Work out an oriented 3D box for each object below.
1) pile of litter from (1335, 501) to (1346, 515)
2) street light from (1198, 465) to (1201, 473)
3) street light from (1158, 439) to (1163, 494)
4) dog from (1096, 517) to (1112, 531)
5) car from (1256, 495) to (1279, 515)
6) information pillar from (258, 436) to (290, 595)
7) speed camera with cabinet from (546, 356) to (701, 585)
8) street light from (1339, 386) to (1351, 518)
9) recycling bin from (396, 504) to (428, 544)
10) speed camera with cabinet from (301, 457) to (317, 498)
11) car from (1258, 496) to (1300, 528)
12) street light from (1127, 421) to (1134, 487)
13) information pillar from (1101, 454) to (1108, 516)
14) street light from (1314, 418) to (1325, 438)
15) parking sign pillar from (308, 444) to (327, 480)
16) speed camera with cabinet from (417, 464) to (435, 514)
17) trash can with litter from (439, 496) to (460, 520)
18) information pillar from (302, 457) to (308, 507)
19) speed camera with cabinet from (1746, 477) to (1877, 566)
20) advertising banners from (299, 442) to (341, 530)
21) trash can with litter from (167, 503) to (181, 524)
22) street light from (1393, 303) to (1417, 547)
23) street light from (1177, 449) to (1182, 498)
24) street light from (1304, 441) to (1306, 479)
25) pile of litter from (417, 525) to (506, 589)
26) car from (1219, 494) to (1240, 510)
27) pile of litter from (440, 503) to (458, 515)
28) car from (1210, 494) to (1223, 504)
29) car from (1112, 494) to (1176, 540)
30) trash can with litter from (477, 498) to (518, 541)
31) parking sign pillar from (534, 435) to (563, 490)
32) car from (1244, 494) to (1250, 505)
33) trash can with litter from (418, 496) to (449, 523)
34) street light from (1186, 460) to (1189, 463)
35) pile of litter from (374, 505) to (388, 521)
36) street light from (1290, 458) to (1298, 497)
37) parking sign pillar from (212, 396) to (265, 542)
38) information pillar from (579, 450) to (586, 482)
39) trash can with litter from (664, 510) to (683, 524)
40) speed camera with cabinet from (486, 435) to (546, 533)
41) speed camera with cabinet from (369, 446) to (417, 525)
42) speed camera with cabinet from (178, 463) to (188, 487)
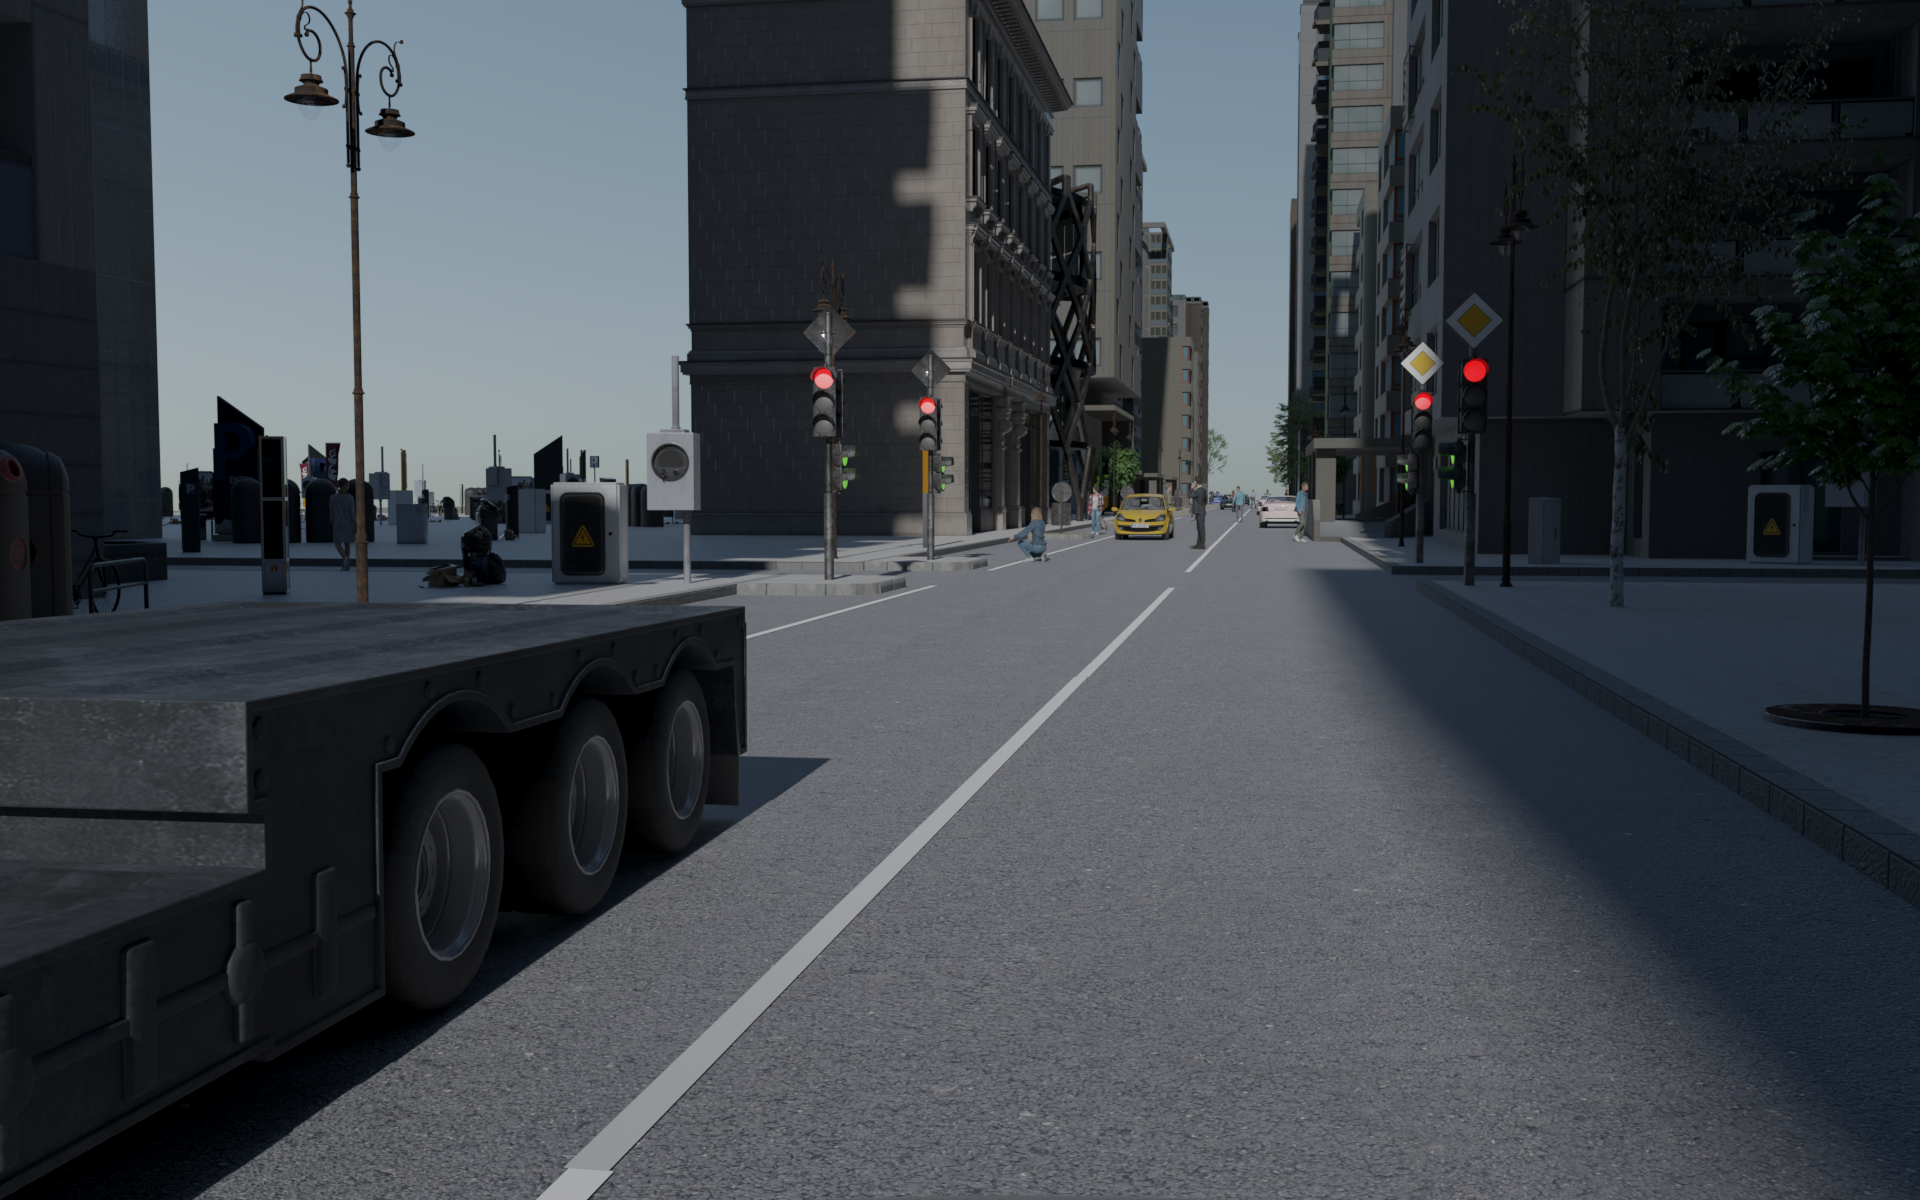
[{"bbox_3d":[22.894,-5.605,105.604,1.176,0.858,1.719,0,4,6],"label":"pile of litter"},{"bbox_3d":[30.929,-15.370,224.094,0.468,5.910,1.993,1,4,10],"label":"street light"},{"bbox_3d":[16.439,-10.343,141.896,0.468,5.910,1.993,1,4,10],"label":"street light"},{"bbox_3d":[5.640,-3.144,68.238,0.800,0.831,0.513,2,4,33],"label":"dog"},{"bbox_3d":[21.435,-6.546,119.381,2.083,1.381,4.827,1,4,12],"label":"car"},{"bbox_3d":[-8.740,-1.076,22.081,0.304,2.012,0.304,-1,4,-14],"label":"information pillar"},{"bbox_3d":[-4.765,-1.857,24.692,2.038,3.252,0.660,0,4,2],"label":"speed camera with cabinet"},{"bbox_3d":[16.400,-6.185,73.914,0.468,5.910,1.993,1,4,10],"label":"street light"},{"bbox_3d":[-14.195,-1.978,44.899,0.722,1.027,0.722,-1,4,-11],"label":"recycling bin"},{"bbox_3d":[-35.115,-5.947,91.565,2.038,3.252,0.660,0,4,-4],"label":"speed camera with cabinet"},{"bbox_3d":[13.803,-3.781,74.188,2.083,1.381,4.827,1,4,11],"label":"car"},{"bbox_3d":[10.820,-8.401,110.147,0.468,5.910,1.993,1,4,10],"label":"street light"},{"bbox_3d":[8.534,-6.792,102.406,0.504,3.616,0.183,-2,4,-28],"label":"information pillar"},{"bbox_3d":[21.964,-8.128,105.672,0.468,5.910,1.993,1,4,10],"label":"street light"},{"bbox_3d":[-34.612,-6.446,93.868,1.447,3.967,1.447,2,4,34],"label":"parking sign pillar"},{"bbox_3d":[-35.099,-7.286,113.455,0.660,3.252,2.038,0,4,4],"label":"speed camera with cabinet"},{"bbox_3d":[-25.269,-4.555,85.855,0.624,1.170,1.055,1,4,15],"label":"trash can with litter"},{"bbox_3d":[-38.696,-6.805,102.617,0.504,3.616,0.183,-1,4,-14],"label":"information pillar"},{"bbox_3d":[15.443,-2.268,31.418,0.660,3.252,2.038,-3,5,-42],"label":"speed camera with cabinet"},{"bbox_3d":[-22.010,-3.827,58.754,2.074,3.025,0.090,0,4,1],"label":"advertising banners"},{"bbox_3d":[-33.134,-3.811,73.703,0.624,1.170,1.055,3,4,36],"label":"trash can with litter"},{"bbox_3d":[10.793,-4.243,42.163,0.468,5.910,1.993,1,4,10],"label":"street light"},{"bbox_3d":[22.021,-12.285,173.651,0.468,5.910,1.993,1,4,10],"label":"street light"},{"bbox_3d":[29.665,-10.790,149.200,0.468,5.910,1.993,1,4,10],"label":"street light"},{"bbox_3d":[-7.031,-0.632,24.295,1.176,0.858,1.719,2,4,24],"label":"pile of litter"},{"bbox_3d":[24.828,-9.135,159.146,2.009,1.686,4.222,1,4,12],"label":"car"},{"bbox_3d":[-32.045,-5.771,108.322,1.176,0.858,1.719,1,4,20],"label":"pile of litter"},{"bbox_3d":[34.045,-13.434,229.236,1.945,1.707,3.694,1,4,12],"label":"car"},{"bbox_3d":[5.889,-2.750,55.184,2.015,1.641,3.980,1,4,10],"label":"car"},{"bbox_3d":[-12.816,-2.239,48.001,1.055,1.170,0.624,-2,4,-23],"label":"trash can with litter"},{"bbox_3d":[-18.719,-5.527,78.832,1.447,3.967,1.447,-1,4,-9],"label":"parking sign pillar"},{"bbox_3d":[36.131,-12.930,221.184,2.009,1.686,4.222,1,4,11],"label":"car"},{"bbox_3d":[-24.101,-4.118,78.393,2.233,1.210,1.678,2,4,26],"label":"trash can with litter"},{"bbox_3d":[25.130,-13.380,191.557,0.468,5.910,1.993,1,4,10],"label":"street light"},{"bbox_3d":[-28.156,-4.269,83.757,1.176,0.858,1.719,1,4,9],"label":"pile of litter"},{"bbox_3d":[38.485,-13.849,199.210,0.468,5.910,1.993,1,4,10],"label":"street light"},{"bbox_3d":[-19.709,-3.602,47.366,1.447,3.967,1.447,0,4,8],"label":"parking sign pillar"},{"bbox_3d":[-19.776,-6.088,90.887,0.183,3.616,0.504,2,4,25],"label":"information pillar"},{"bbox_3d":[-12.123,-3.821,73.525,2.233,1.210,1.678,1,4,15],"label":"trash can with litter"},{"bbox_3d":[-14.751,-3.864,57.515,2.038,3.252,0.660,2,4,24],"label":"speed camera with cabinet"},{"bbox_3d":[-23.807,-4.779,72.474,0.660,3.252,2.038,2,4,24],"label":"speed camera with cabinet"},{"bbox_3d":[-49.743,-7.188,111.854,0.660,3.252,2.038,0,4,1],"label":"speed camera with cabinet"}]
